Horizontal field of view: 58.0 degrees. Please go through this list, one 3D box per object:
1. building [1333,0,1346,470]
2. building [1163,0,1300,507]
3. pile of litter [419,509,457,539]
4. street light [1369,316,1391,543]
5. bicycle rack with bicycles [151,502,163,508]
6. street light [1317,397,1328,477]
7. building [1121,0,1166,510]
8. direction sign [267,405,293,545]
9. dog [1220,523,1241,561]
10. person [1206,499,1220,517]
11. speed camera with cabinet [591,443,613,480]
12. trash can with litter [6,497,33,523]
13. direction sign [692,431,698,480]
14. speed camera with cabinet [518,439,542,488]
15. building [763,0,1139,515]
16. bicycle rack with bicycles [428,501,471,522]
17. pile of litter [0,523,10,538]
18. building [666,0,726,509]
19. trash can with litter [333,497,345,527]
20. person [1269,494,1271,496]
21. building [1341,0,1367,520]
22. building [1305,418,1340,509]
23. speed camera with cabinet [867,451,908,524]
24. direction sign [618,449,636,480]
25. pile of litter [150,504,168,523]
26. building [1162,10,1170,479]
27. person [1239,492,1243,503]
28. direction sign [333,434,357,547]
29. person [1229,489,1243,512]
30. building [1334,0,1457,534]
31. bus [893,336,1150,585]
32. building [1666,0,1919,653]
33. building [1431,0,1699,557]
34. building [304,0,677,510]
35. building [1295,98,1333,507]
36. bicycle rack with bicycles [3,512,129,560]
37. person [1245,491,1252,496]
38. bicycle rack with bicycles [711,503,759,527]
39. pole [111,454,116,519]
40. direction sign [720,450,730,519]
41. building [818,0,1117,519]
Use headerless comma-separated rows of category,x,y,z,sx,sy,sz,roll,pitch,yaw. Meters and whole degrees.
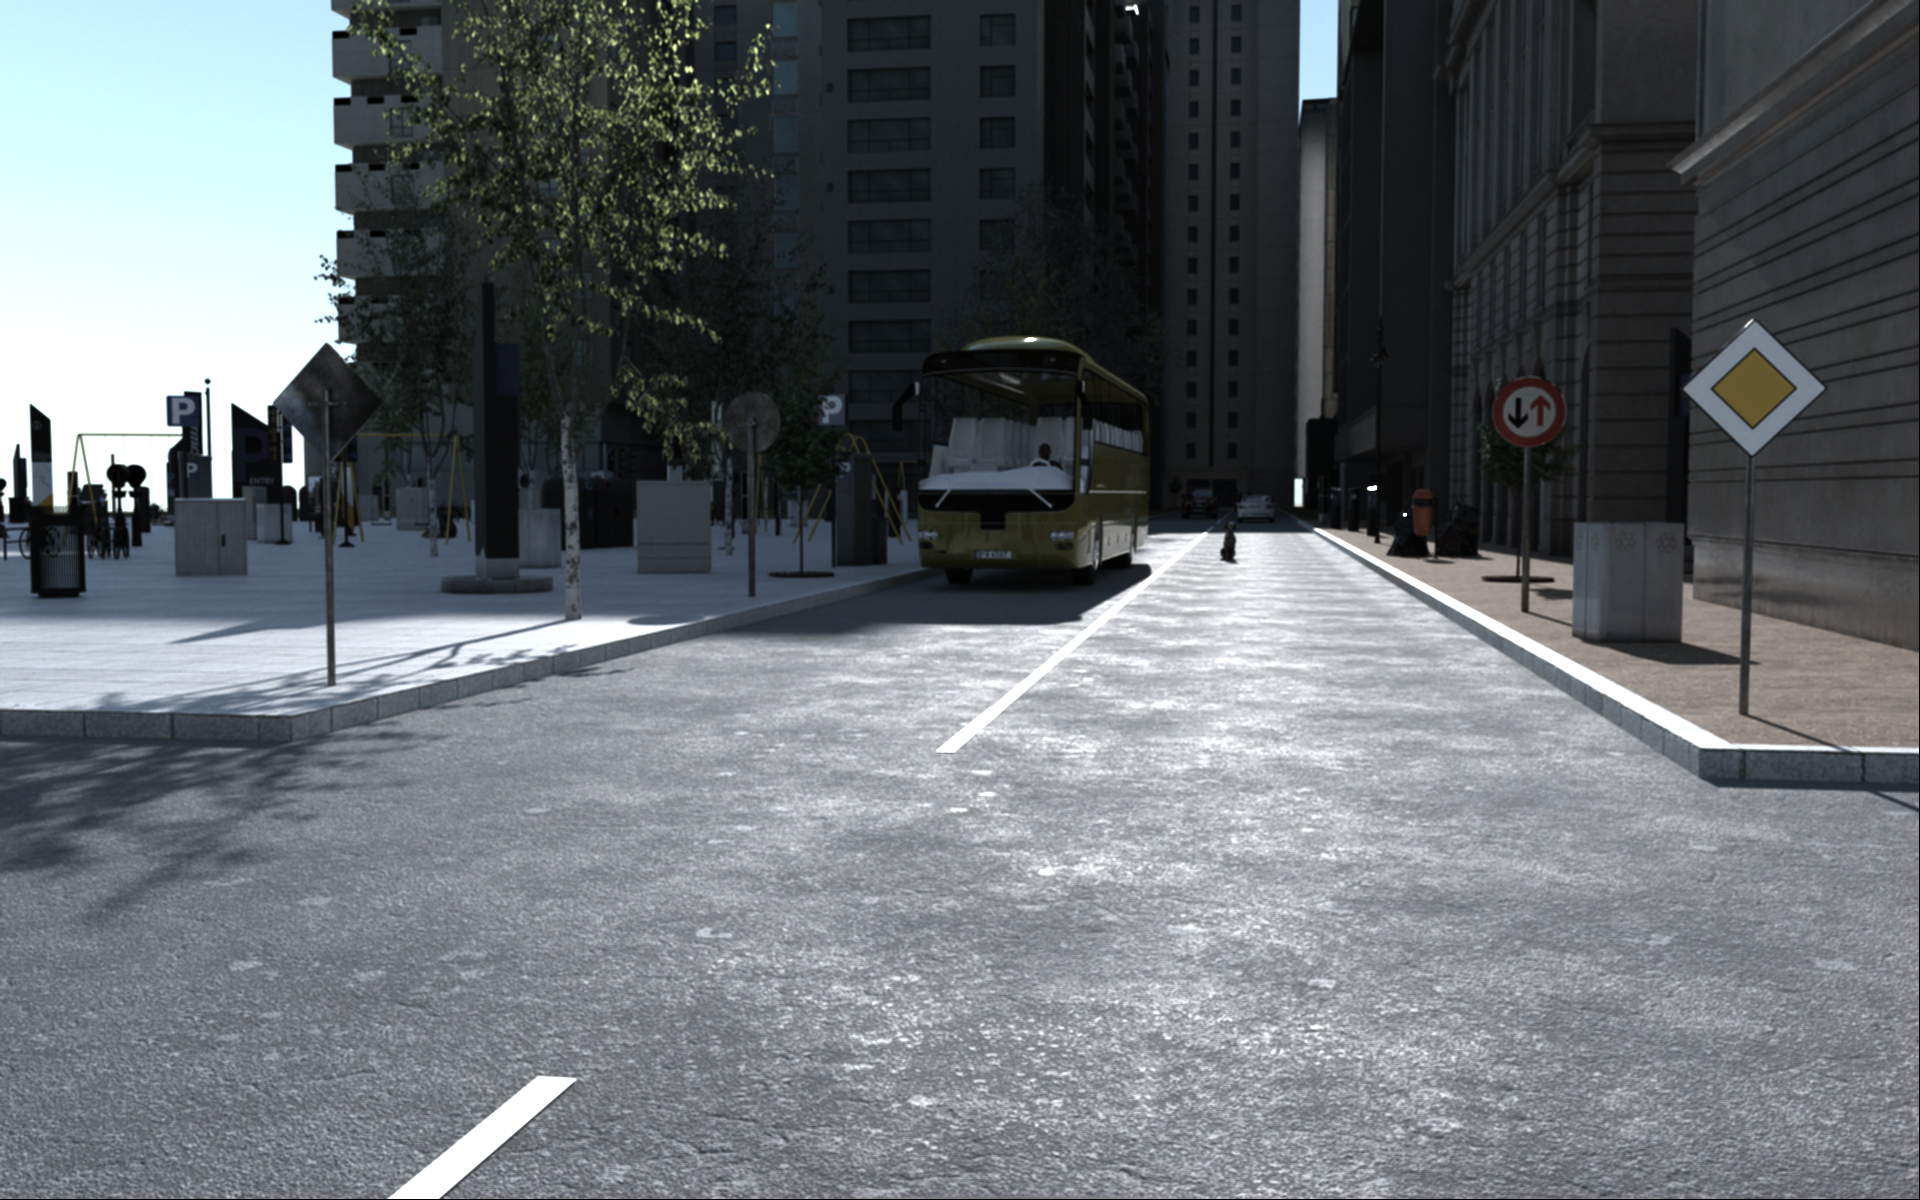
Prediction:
building,38.157,-31.837,109.780,28.713,52.752,27.495,1,4,10
building,20.276,-38.924,178.403,28.212,58.520,21.231,1,4,10
pile of litter,-15.343,-2.254,50.815,1.176,0.858,1.719,0,4,8
street light,10.933,-4.429,45.205,0.468,5.910,1.993,1,4,10
bicycle rack with bicycles,-37.249,-4.189,81.864,2.852,0.926,2.925,0,4,7
street light,17.293,-6.731,82.840,0.468,5.910,1.993,1,4,10
building,8.926,-27.802,138.163,14.154,41.232,14.086,1,4,10
direction sign,-17.250,-3.180,43.998,0.876,3.537,0.379,2,4,30
dog,5.913,-1.267,37.559,0.513,0.831,0.800,3,4,39
person,15.485,-6.065,107.677,1.348,1.822,0.705,-1,4,-16
speed camera with cabinet,-14.563,-4.503,67.952,2.038,3.252,0.660,2,4,30
trash can with litter,-42.218,-4.058,77.737,1.055,1.170,0.624,-3,5,-42
direction sign,-9.147,-4.147,59.795,0.379,3.537,0.876,0,4,1
speed camera with cabinet,-16.000,-4.137,61.977,2.038,3.252,0.660,1,4,14
building,0.367,-30.411,116.821,23.786,49.044,30.456,1,4,10
bicycle rack with bicycles,-26.461,-4.603,88.641,2.925,0.926,2.852,-3,4,-38
pile of litter,-28.693,-2.245,50.678,1.719,0.858,1.176,-3,5,-41
building,-10.600,-37.391,153.337,28.212,58.520,21.231,1,4,10
trash can with litter,-24.147,-3.441,67.651,0.624,1.170,1.055,-1,4,-11
person,22.971,-7.207,129.564,0.421,1.427,0.697,-2,4,-35
building,27.261,-24.913,90.918,14.154,41.232,14.086,1,4,10
building,39.947,-50.505,138.421,22.319,86.520,31.000,1,4,10
speed camera with cabinet,-3.299,-4.938,75.066,2.038,3.252,0.660,0,4,-4
direction sign,-16.754,-5.826,87.245,0.876,3.537,0.379,-2,4,-26
pile of litter,-36.019,-3.891,77.587,1.719,0.858,1.176,-1,4,-19
building,11.065,-30.801,153.714,14.200,45.320,14.600,1,4,10
person,24.374,-8.562,149.960,0.415,1.643,0.593,-3,5,-41
direction sign,-14.870,-3.051,41.880,0.379,3.537,0.876,1,4,20
person,21.981,-7.894,137.558,1.348,1.826,0.705,-1,4,-18
building,22.765,-15.226,68.014,14.314,24.678,30.058,1,4,10
bus,1.596,-2.395,30.701,2.896,3.916,12.252,1,4,11
building,17.759,-10.880,14.043,21.152,22.565,11.583,1,4,10
building,19.124,-12.187,41.060,13.314,21.916,24.055,1,4,10
building,-38.731,-34.553,154.188,27.495,52.752,28.713,1,4,10
building,40.669,-29.914,172.688,14.086,41.232,14.154,1,4,10
bicycle rack with bicycles,-17.743,-1.311,34.815,2.852,0.926,2.925,-1,4,-10
person,22.378,-7.611,134.408,0.593,1.643,0.415,1,4,9
bicycle rack with bicycles,-9.530,-3.435,69.546,2.925,0.926,2.852,-3,5,-43
pole,-42.901,-5.744,87.762,0.158,3.312,0.155,0,3,0
direction sign,-12.196,-5.945,89.196,0.876,3.537,0.379,-3,5,-42
building,0.863,-19.704,93.867,14.160,30.474,14.107,1,4,10
